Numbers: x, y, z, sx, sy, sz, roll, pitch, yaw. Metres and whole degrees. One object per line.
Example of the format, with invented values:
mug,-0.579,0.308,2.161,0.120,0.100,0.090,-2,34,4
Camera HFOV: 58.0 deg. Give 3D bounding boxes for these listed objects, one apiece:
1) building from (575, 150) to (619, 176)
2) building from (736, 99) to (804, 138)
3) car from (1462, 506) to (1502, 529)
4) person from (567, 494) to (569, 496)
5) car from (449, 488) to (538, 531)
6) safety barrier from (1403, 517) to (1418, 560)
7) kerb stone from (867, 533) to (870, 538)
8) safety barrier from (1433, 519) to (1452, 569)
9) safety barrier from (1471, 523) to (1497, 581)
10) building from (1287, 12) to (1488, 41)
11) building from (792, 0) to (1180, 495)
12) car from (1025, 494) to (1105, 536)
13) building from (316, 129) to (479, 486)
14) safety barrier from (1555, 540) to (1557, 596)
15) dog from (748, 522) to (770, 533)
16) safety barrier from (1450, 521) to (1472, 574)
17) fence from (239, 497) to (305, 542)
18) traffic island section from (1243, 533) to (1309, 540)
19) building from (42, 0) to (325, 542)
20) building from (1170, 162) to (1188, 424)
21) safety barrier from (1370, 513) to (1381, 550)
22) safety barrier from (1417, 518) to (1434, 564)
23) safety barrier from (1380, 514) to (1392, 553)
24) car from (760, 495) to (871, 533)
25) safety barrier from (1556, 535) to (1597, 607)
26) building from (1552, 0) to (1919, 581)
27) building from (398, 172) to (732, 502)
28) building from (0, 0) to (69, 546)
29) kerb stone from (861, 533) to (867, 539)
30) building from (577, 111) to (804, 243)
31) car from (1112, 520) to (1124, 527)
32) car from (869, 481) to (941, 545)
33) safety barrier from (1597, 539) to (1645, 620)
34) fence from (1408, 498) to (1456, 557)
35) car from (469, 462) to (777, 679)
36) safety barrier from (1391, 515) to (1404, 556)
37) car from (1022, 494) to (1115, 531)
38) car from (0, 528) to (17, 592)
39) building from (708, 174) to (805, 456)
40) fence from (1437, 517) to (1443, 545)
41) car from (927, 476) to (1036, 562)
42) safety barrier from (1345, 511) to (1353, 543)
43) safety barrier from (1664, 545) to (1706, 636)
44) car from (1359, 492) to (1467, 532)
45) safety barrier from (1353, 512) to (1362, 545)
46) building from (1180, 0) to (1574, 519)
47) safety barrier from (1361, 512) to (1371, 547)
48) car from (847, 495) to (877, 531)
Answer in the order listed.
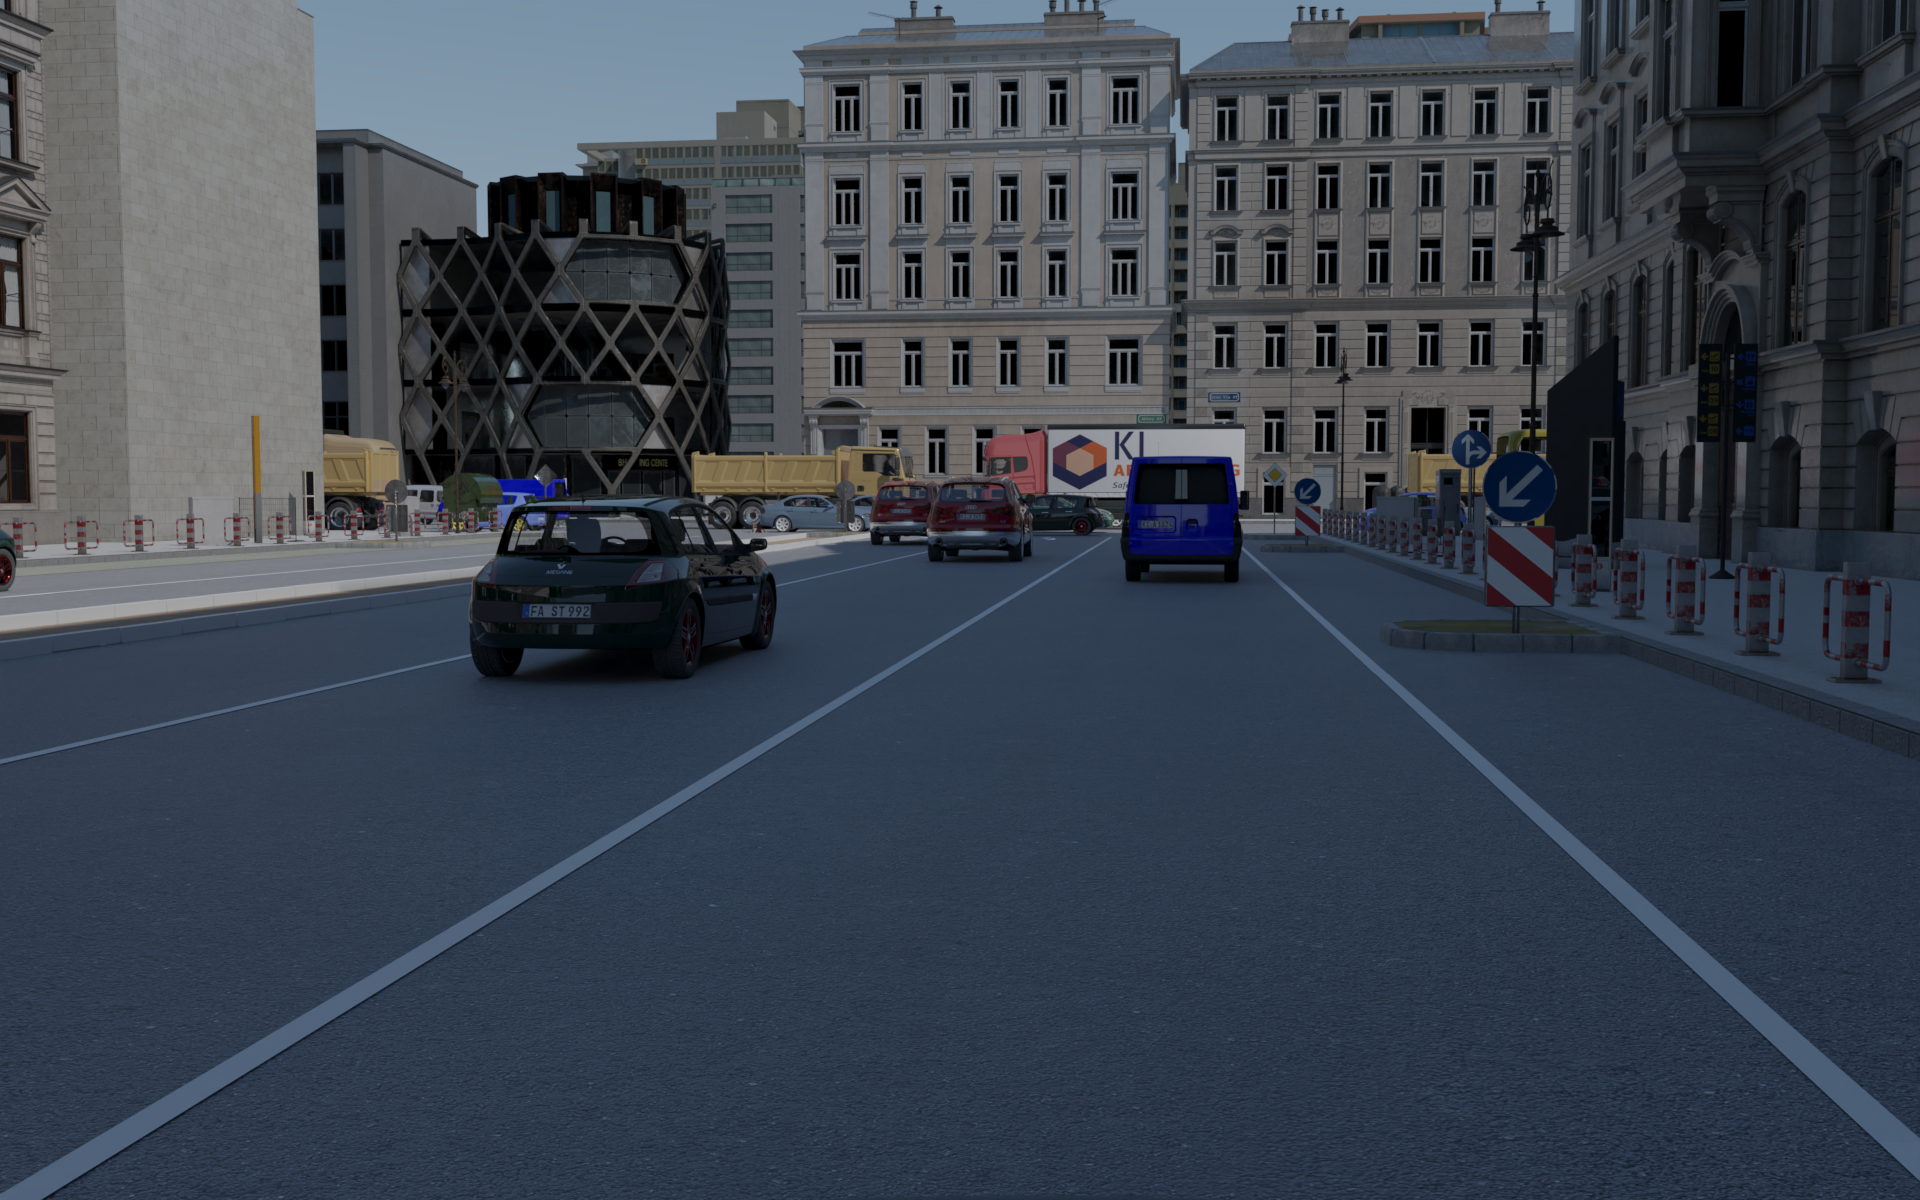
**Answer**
building,-41.264,-41.588,269.199,27.495,52.752,28.713,0,4,7
building,-13.193,-35.428,202.941,21.600,48.544,21.300,0,4,7
car,17.513,-3.149,63.481,4.499,1.417,2.014,1,4,9
person,-18.052,-4.262,78.736,0.990,1.755,0.434,1,4,14
car,-17.473,-3.393,65.070,3.694,1.707,1.945,1,4,9
safety barrier,8.911,-1.190,33.724,0.300,0.817,1.120,0,4,7
kerb stone,-3.062,-2.065,55.976,0.120,0.150,1.000,0,4,7
safety barrier,8.399,-0.945,29.731,0.300,0.817,1.120,0,4,7
safety barrier,7.883,-0.701,25.741,0.300,0.817,1.120,0,4,7
building,41.319,-31.122,163.475,22.147,44.769,28.867,0,4,7
building,2.046,-18.993,96.434,20.117,28.700,13.634,0,4,7
car,2.929,-3.091,60.322,4.222,1.686,2.009,1,4,8
building,-45.249,-17.258,101.233,30.058,24.678,14.314,0,4,7
safety barrier,7.374,-0.457,21.755,0.300,0.817,1.120,0,4,7
dog,-7.392,-2.662,63.713,0.748,0.427,0.550,0,4,6
safety barrier,8.143,-0.824,27.743,0.300,0.817,1.120,0,4,7
fence,-18.816,-2.193,47.058,2.264,1.192,0.480,2,4,26
traffic island section,10.084,-2.029,55.447,2.009,0.180,2.903,0,4,7
building,-29.575,-12.028,51.406,16.860,20.320,10.420,0,4,7
building,41.130,-38.574,254.385,21.600,48.544,21.300,0,4,7
safety barrier,9.682,-1.556,39.719,0.300,0.817,1.120,0,4,7
safety barrier,8.656,-1.068,31.730,0.300,0.817,1.120,0,4,7
safety barrier,9.427,-1.434,37.718,0.300,0.817,1.120,0,4,7
car,-5.245,-3.244,65.049,4.499,1.417,2.014,0,4,8
safety barrier,7.116,-0.335,19.759,0.300,0.817,1.120,0,4,7
building,20.212,-13.006,31.731,14.460,24.649,34.723,0,4,7
building,-21.704,-14.264,100.672,16.811,18.784,16.820,0,4,7
building,-28.828,-10.459,35.626,10.561,19.102,19.286,0,4,7
kerb stone,-3.194,-2.003,54.946,0.120,0.150,1.000,0,4,7
building,-20.300,-29.863,180.142,32.217,40.220,23.993,0,4,7
car,8.129,-4.067,75.537,4.494,1.783,2.155,0,4,7
car,-1.313,-2.549,50.346,2.281,1.827,5.304,0,4,7
safety barrier,6.859,-0.213,17.766,0.300,0.817,1.120,0,4,7
fence,9.846,-1.541,36.391,0.480,1.192,2.264,0,4,-1
car,-2.764,-0.314,14.914,2.009,1.686,4.222,0,4,7
safety barrier,9.168,-1.312,35.720,0.300,0.817,1.120,0,4,7
car,3.336,-3.252,64.963,4.920,1.459,2.131,0,4,7
car,-14.982,-0.872,24.049,2.009,1.686,4.222,0,4,5
building,-14.520,-23.778,160.466,14.160,30.474,14.107,0,4,7
fence,12.264,-1.772,44.354,0.278,0.683,2.069,1,4,13
car,0.495,-1.814,38.332,2.281,1.827,5.304,0,4,6
safety barrier,10.451,-1.923,45.716,0.300,0.817,1.120,0,4,7
safety barrier,6.606,-0.092,15.777,0.300,0.817,1.120,0,4,7
car,15.477,-3.049,59.446,3.694,1.707,1.945,0,4,6
safety barrier,10.198,-1.801,43.727,0.300,0.817,1.120,0,4,7
building,24.301,-18.043,92.267,25.104,27.353,12.463,0,4,7
safety barrier,9.939,-1.679,41.731,0.300,0.817,1.120,0,4,7
car,-2.781,-3.367,67.046,4.499,1.417,2.014,0,4,7
